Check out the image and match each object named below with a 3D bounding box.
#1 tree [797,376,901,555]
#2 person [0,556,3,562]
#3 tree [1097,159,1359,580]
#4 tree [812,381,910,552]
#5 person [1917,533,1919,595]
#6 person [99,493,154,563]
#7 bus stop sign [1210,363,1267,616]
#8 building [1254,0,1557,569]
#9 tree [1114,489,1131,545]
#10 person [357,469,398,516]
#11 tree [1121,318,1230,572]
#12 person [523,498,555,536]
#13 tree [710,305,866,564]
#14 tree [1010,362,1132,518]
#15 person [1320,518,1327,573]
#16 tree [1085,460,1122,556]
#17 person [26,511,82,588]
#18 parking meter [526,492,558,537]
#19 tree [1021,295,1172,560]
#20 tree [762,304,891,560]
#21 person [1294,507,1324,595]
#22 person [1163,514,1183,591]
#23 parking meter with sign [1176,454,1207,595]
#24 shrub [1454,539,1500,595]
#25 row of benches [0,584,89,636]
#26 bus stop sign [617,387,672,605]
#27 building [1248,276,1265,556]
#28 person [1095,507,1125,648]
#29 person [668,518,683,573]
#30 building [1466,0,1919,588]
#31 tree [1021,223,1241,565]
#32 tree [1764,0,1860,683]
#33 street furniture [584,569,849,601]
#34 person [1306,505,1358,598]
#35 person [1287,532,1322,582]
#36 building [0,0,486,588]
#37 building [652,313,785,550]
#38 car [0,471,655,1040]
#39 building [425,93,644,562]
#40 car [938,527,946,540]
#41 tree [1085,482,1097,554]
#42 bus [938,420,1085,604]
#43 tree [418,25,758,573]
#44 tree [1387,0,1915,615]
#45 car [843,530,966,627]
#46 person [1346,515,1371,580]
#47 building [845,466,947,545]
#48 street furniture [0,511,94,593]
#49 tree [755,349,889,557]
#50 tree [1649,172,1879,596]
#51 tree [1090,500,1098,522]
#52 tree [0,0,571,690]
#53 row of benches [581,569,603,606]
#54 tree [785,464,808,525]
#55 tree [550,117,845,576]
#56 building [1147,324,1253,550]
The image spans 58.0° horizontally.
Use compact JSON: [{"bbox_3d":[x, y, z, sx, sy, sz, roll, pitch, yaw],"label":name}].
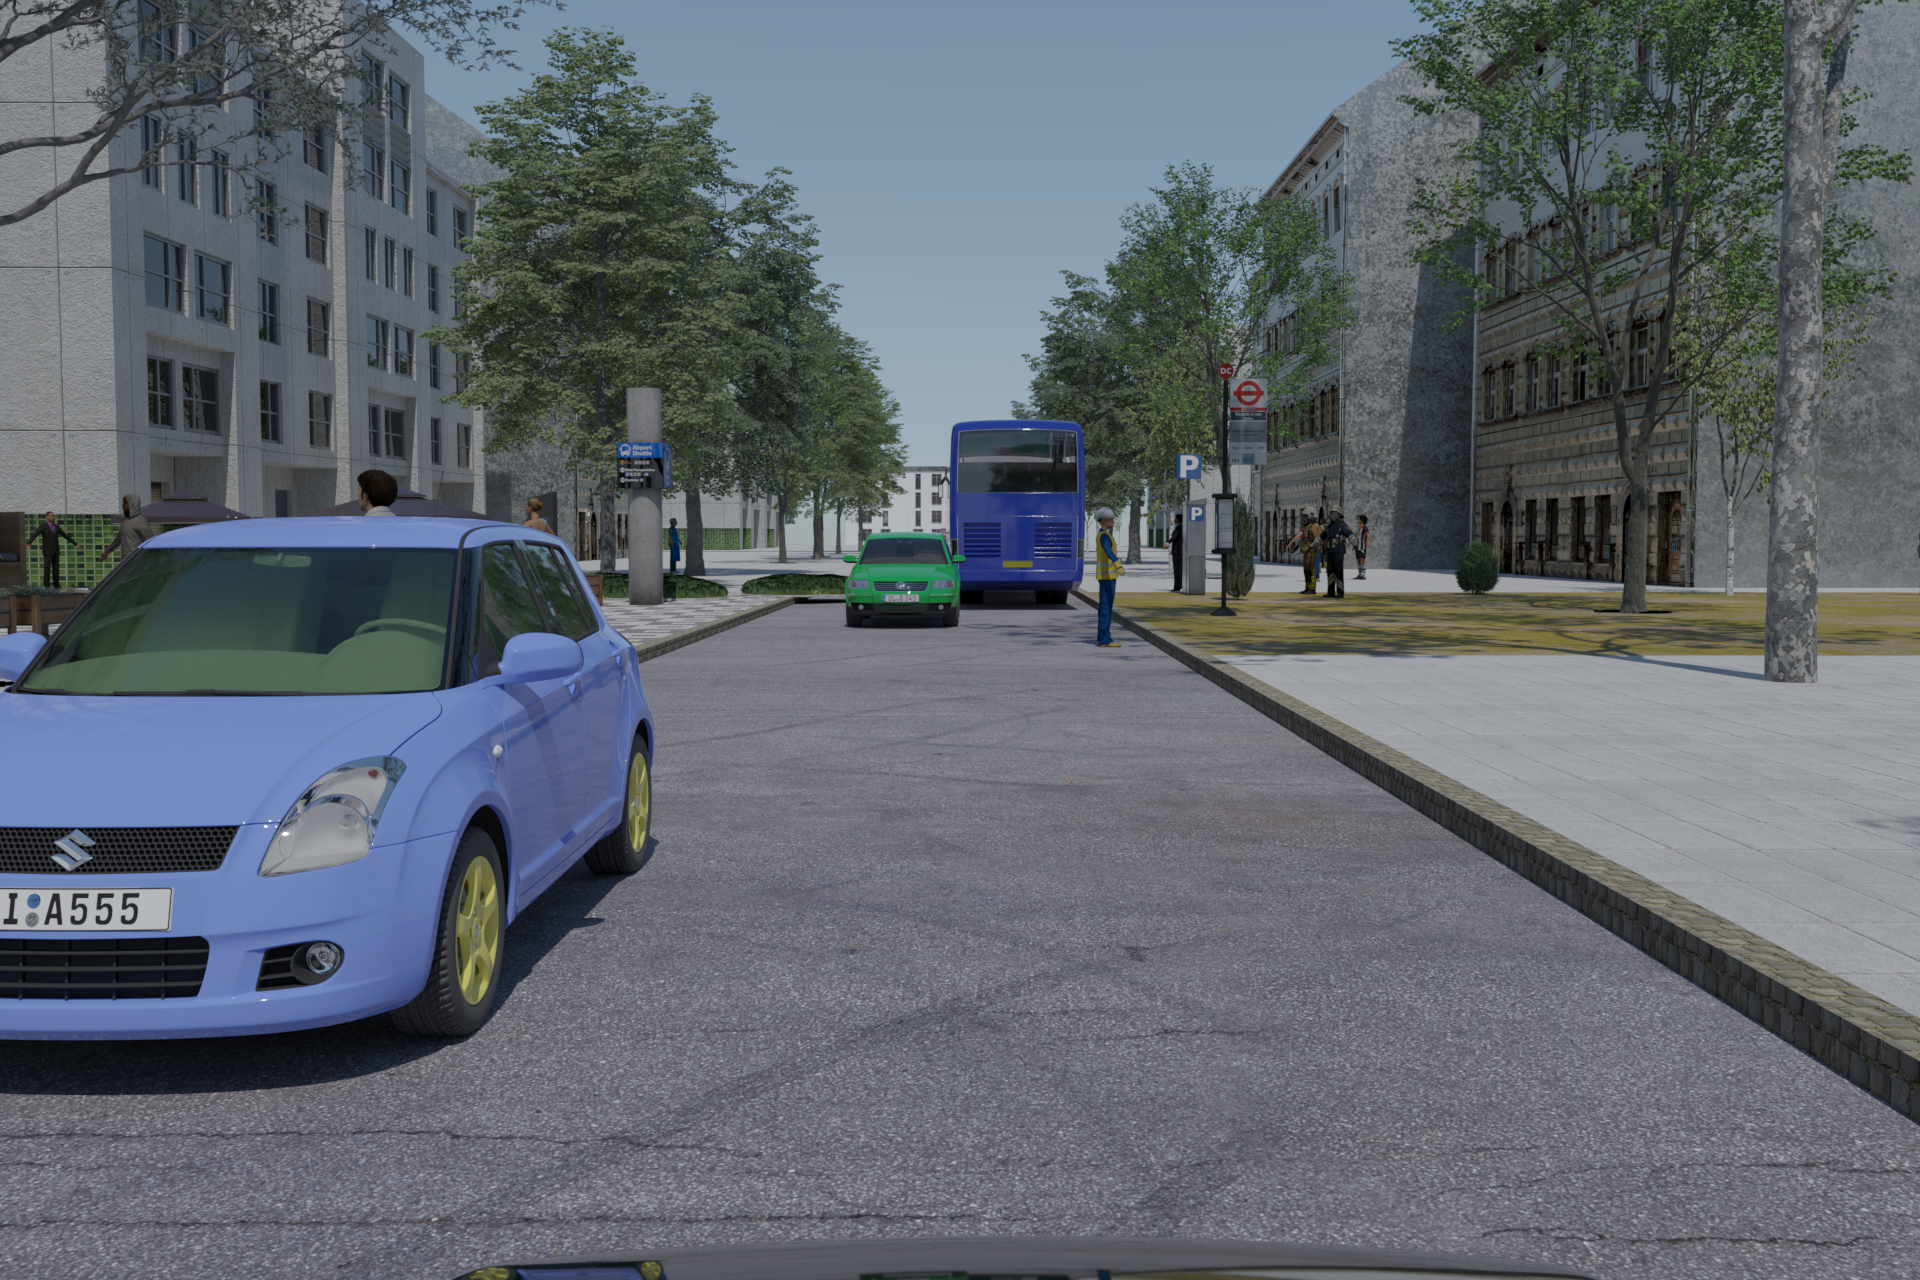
[{"bbox_3d":[-7.447,-11.158,108.188,9.928,11.665,9.643,0,3,0],"label":"tree"},{"bbox_3d":[-13.373,-1.046,23.078,0.705,1.833,1.349,1,4,15],"label":"person"},{"bbox_3d":[7.486,-7.538,49.004,9.928,11.665,9.643,0,3,0],"label":"tree"},{"bbox_3d":[-7.197,-12.539,123.144,7.486,12.596,7.792,0,3,0],"label":"tree"},{"bbox_3d":[20.199,-1.640,36.083,0.599,1.433,0.991,0,4,4],"label":"person"},{"bbox_3d":[-10.885,-1.017,22.758,1.348,1.813,0.705,3,4,38],"label":"person"},{"bbox_3d":[4.372,-2.352,27.157,0.855,3.939,0.416,0,4,0],"label":"bus stop sign"},{"bbox_3d":[23.159,-14.684,71.012,19.493,23.208,18.063,0,4,1],"label":"building"},{"bbox_3d":[19.284,-15.991,211.821,4.737,8.622,4.395,0,3,0],"label":"tree"},{"bbox_3d":[-3.431,-0.093,10.162,0.705,1.806,1.347,2,4,24],"label":"person"},{"bbox_3d":[7.368,-6.664,59.322,4.737,8.622,4.395,0,3,0],"label":"tree"},{"bbox_3d":[-5.413,-0.915,21.763,0.721,1.733,1.217,2,4,29],"label":"person"},{"bbox_3d":[-7.749,-9.134,75.088,9.928,11.665,9.643,0,3,0],"label":"tree"},{"bbox_3d":[8.088,-13.122,121.193,9.857,13.997,8.962,0,3,0],"label":"tree"},{"bbox_3d":[11.975,-3.112,57.017,1.346,1.812,0.704,1,4,15],"label":"person"},{"bbox_3d":[8.295,-9.352,103.265,4.360,8.622,3.978,0,3,0],"label":"tree"},{"bbox_3d":[-20.808,-2.047,39.687,0.704,1.802,1.346,2,4,28],"label":"person"},{"bbox_3d":[-5.771,-1.114,23.926,0.399,1.863,0.255,0,4,0],"label":"parking meter"},{"bbox_3d":[7.675,-10.810,87.118,12.009,13.543,11.850,0,3,0],"label":"tree"},{"bbox_3d":[-6.890,-10.274,86.100,7.486,12.596,7.792,0,3,0],"label":"tree"},{"bbox_3d":[7.409,-1.898,36.793,0.705,1.858,1.354,0,4,-7],"label":"person"},{"bbox_3d":[4.819,-1.963,38.820,0.721,1.740,1.216,2,4,27],"label":"person"},{"bbox_3d":[4.974,-2.487,36.924,0.543,3.016,1.738,0,3,0],"label":"parking meter with sign"},{"bbox_3d":[10.959,-1.563,36.677,1.383,1.207,1.383,0,3,0],"label":"shrub"},{"bbox_3d":[-11.494,-0.268,19.839,1.422,0.672,4.104,0,4,6],"label":"row of benches"},{"bbox_3d":[-5.720,-2.595,31.449,0.837,3.901,0.837,0,4,1],"label":"bus stop sign"},{"bbox_3d":[26.760,-16.163,95.186,19.493,23.208,18.063,0,4,1],"label":"building"},{"bbox_3d":[1.938,-0.801,22.011,0.721,1.772,1.216,0,4,-3],"label":"person"},{"bbox_3d":[-9.339,-3.091,56.660,0.704,1.817,1.347,0,4,4],"label":"person"},{"bbox_3d":[26.654,-13.365,49.447,19.493,23.208,18.063,0,4,0],"label":"building"},{"bbox_3d":[7.324,-10.150,72.606,9.857,13.997,8.962,0,3,0],"label":"tree"},{"bbox_3d":[7.858,-9.618,13.147,12.611,20.169,13.585,0,3,0],"label":"tree"},{"bbox_3d":[-7.340,-1.296,36.810,10.072,0.657,5.734,1,4,21],"label":"street furniture"},{"bbox_3d":[7.504,-1.768,34.691,0.705,1.856,1.354,-2,4,-34],"label":"person"},{"bbox_3d":[9.458,-2.478,46.378,1.347,1.847,0.705,0,4,4],"label":"person"},{"bbox_3d":[-28.187,-11.601,56.138,16.747,18.905,31.486,0,4,0],"label":"building"},{"bbox_3d":[-25.652,-17.523,152.961,16.747,18.905,31.486,0,4,1],"label":"building"},{"bbox_3d":[-2.196,0.216,6.064,1.945,1.707,3.694,0,4,0],"label":"car"},{"bbox_3d":[-26.920,-15.762,88.645,19.493,23.208,18.063,0,4,1],"label":"building"},{"bbox_3d":[-0.462,-5.601,100.247,2.281,1.827,5.304,0,4,0],"label":"car"},{"bbox_3d":[8.258,-9.869,111.726,4.737,8.622,4.395,0,3,0],"label":"tree"},{"bbox_3d":[0.978,-2.856,38.236,2.896,3.916,12.251,0,4,-1],"label":"bus"},{"bbox_3d":[-8.412,-7.441,39.789,7.486,12.596,7.792,0,3,0],"label":"tree"},{"bbox_3d":[10.815,-6.231,27.639,9.928,11.665,9.643,0,3,0],"label":"tree"},{"bbox_3d":[-0.887,-1.187,28.207,1.959,1.807,4.718,0,3,0],"label":"car"},{"bbox_3d":[11.213,-2.591,48.512,0.704,1.843,1.345,-1,4,-13],"label":"person"},{"bbox_3d":[0.215,-16.514,214.606,28.070,9.664,9.099,0,4,5],"label":"building"},{"bbox_3d":[-21.306,-1.549,32.181,9.812,1.723,11.010,3,5,44],"label":"street furniture"},{"bbox_3d":[-7.802,-10.398,95.762,9.928,11.665,9.643,0,3,0],"label":"tree"},{"bbox_3d":[15.992,-5.203,35.428,4.737,8.622,4.395,0,3,0],"label":"tree"},{"bbox_3d":[17.983,-16.265,216.302,4.737,8.622,4.395,0,3,0],"label":"tree"},{"bbox_3d":[-8.565,-6.329,13.851,12.009,13.543,11.850,0,3,0],"label":"tree"},{"bbox_3d":[-7.457,-0.854,29.433,1.422,0.672,4.104,2,4,25],"label":"row of benches"},{"bbox_3d":[-23.067,-18.628,211.220,9.857,13.997,8.962,0,3,0],"label":"tree"},{"bbox_3d":[-8.220,-8.948,52.961,9.857,13.997,8.962,0,3,0],"label":"tree"},{"bbox_3d":[26.591,-17.592,154.081,16.747,18.905,31.486,0,4,1],"label":"building"}]
